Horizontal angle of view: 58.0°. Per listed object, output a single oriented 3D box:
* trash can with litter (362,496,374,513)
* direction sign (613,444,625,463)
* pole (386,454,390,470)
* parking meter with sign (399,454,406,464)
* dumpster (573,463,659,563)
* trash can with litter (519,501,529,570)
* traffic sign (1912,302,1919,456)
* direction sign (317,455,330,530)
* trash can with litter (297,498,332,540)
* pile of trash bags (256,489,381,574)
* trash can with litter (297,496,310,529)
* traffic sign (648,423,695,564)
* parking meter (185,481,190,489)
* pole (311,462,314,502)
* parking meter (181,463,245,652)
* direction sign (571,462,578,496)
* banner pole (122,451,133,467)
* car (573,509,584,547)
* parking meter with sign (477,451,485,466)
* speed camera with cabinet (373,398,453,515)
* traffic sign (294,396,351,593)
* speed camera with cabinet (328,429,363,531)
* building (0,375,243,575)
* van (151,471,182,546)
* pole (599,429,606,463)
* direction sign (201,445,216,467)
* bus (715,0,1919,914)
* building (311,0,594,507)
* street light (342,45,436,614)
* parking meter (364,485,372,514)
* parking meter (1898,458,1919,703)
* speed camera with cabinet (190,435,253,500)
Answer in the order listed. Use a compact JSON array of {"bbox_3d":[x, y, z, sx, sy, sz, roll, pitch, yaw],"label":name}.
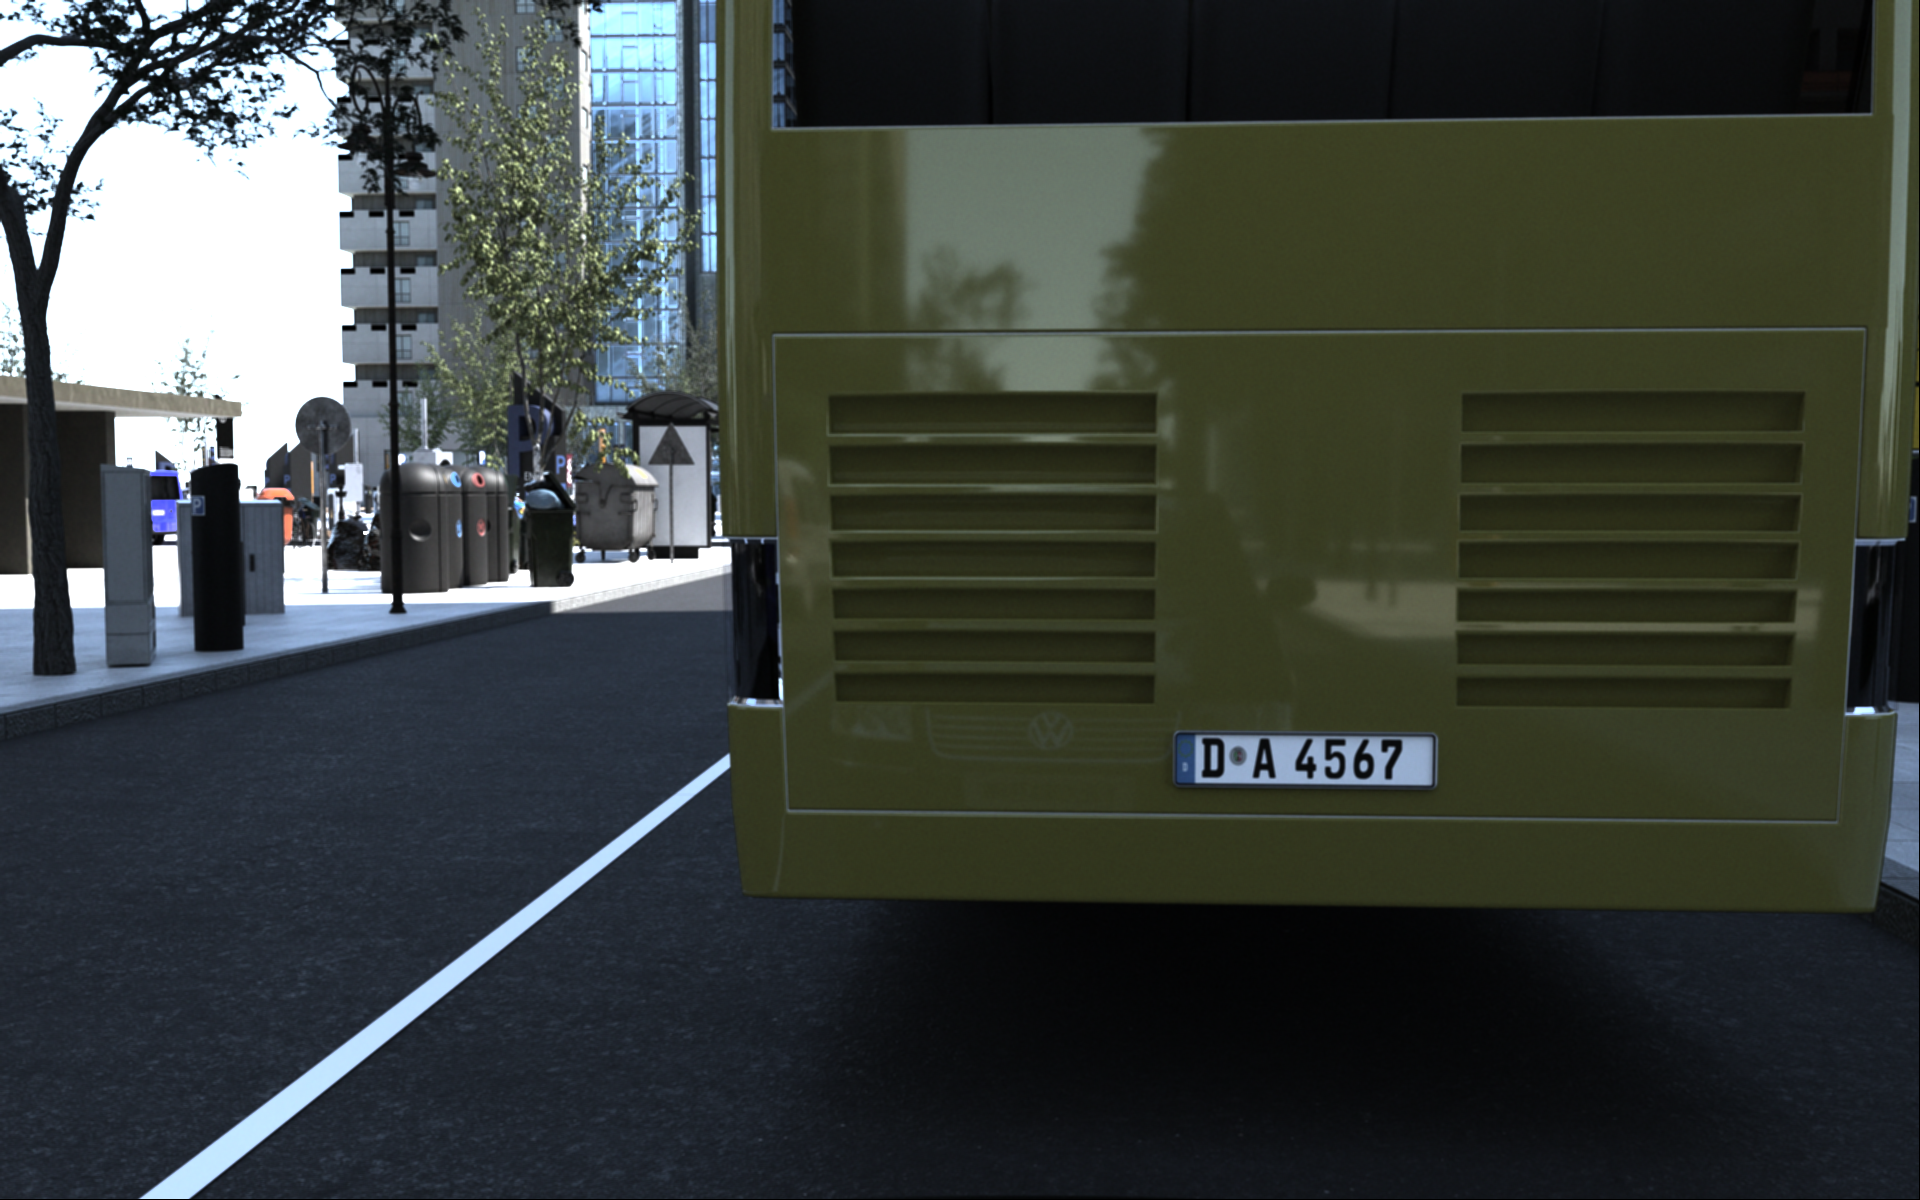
[{"bbox_3d":[-39.460,-6.374,115.271,2.233,1.210,1.678,-2,4,-33],"label":"trash can with litter"},{"bbox_3d":[-15.540,-5.323,79.030,0.876,3.537,0.379,3,5,43],"label":"direction sign"},{"bbox_3d":[-29.466,-5.836,89.257,0.158,3.312,0.155,0,3,0],"label":"pole"},{"bbox_3d":[-23.633,-4.833,75.285,1.738,3.016,0.543,1,4,23],"label":"parking meter with sign"},{"bbox_3d":[-6.521,-1.653,32.778,1.264,1.857,1.865,0,4,4],"label":"dumpster"},{"bbox_3d":[-7.424,-1.084,29.106,0.624,1.170,1.055,2,4,24],"label":"trash can with litter"},{"bbox_3d":[6.081,-1.078,11.495,2.265,3.308,0.079,0,4,5],"label":"traffic sign"},{"bbox_3d":[-22.204,-4.185,60.428,0.876,3.537,0.379,3,5,43],"label":"direction sign"},{"bbox_3d":[-18.017,-2.273,48.559,1.055,1.170,0.624,1,4,12],"label":"trash can with litter"},{"bbox_3d":[-10.083,-1.183,29.094,3.447,1.369,1.912,-3,5,-44],"label":"pile of trash bags"},{"bbox_3d":[-24.161,-3.162,62.749,1.678,1.210,2.233,2,4,27],"label":"trash can with litter"},{"bbox_3d":[-5.258,-1.929,31.546,0.884,2.594,0.081,1,4,11],"label":"traffic sign"},{"bbox_3d":[-35.048,-4.474,78.863,0.255,1.863,0.399,3,5,44],"label":"parking meter"},{"bbox_3d":[-40.580,-7.006,108.396,0.158,3.312,0.155,0,3,0],"label":"pole"},{"bbox_3d":[-6.110,-0.356,14.239,0.372,1.533,0.369,0,3,0],"label":"parking meter"},{"bbox_3d":[-27.514,-7.990,122.633,0.876,3.537,0.379,-1,4,-17],"label":"direction sign"},{"bbox_3d":[-48.899,-6.834,101.745,0.401,3.779,0.863,2,4,31],"label":"banner pole"},{"bbox_3d":[-10.544,-2.086,43.705,3.694,1.707,1.945,0,4,2],"label":"car"},{"bbox_3d":[-18.600,-4.521,70.180,1.738,3.016,0.543,1,4,10],"label":"parking meter with sign"},{"bbox_3d":[-11.030,-2.494,35.121,0.660,3.252,2.038,1,4,13],"label":"speed camera with cabinet"},{"bbox_3d":[-8.277,-1.369,22.497,0.768,2.556,0.104,0,4,6],"label":"traffic sign"},{"bbox_3d":[-18.837,-3.588,53.005,0.660,3.252,2.038,-2,4,-33],"label":"speed camera with cabinet"},{"bbox_3d":[-28.456,-22.428,21.330,28.867,44.769,22.147,0,4,4],"label":"building"},{"bbox_3d":[-23.308,-2.517,45.536,5.245,2.365,2.240,0,4,3],"label":"van"},{"bbox_3d":[-11.171,-3.688,54.142,0.158,3.312,0.155,0,3,0],"label":"pole"},{"bbox_3d":[-35.013,-5.429,80.767,0.379,3.537,0.876,1,4,17],"label":"direction sign"},{"bbox_3d":[1.099,-1.108,9.670,2.896,3.916,12.252,0,4,4],"label":"bus"},{"bbox_3d":[-48.057,-36.060,178.819,27.495,52.752,28.713,0,4,4],"label":"building"},{"bbox_3d":[-6.060,-2.795,18.492,0.468,5.910,1.993,0,4,4],"label":"street light"},{"bbox_3d":[-37.282,-6.323,109.095,0.399,1.863,0.255,2,4,32],"label":"parking meter"},{"bbox_3d":[5.940,-0.143,10.746,0.372,1.533,0.369,0,3,0],"label":"parking meter"},{"bbox_3d":[-25.196,-3.961,59.104,0.660,3.252,2.038,2,4,31],"label":"speed camera with cabinet"}]
